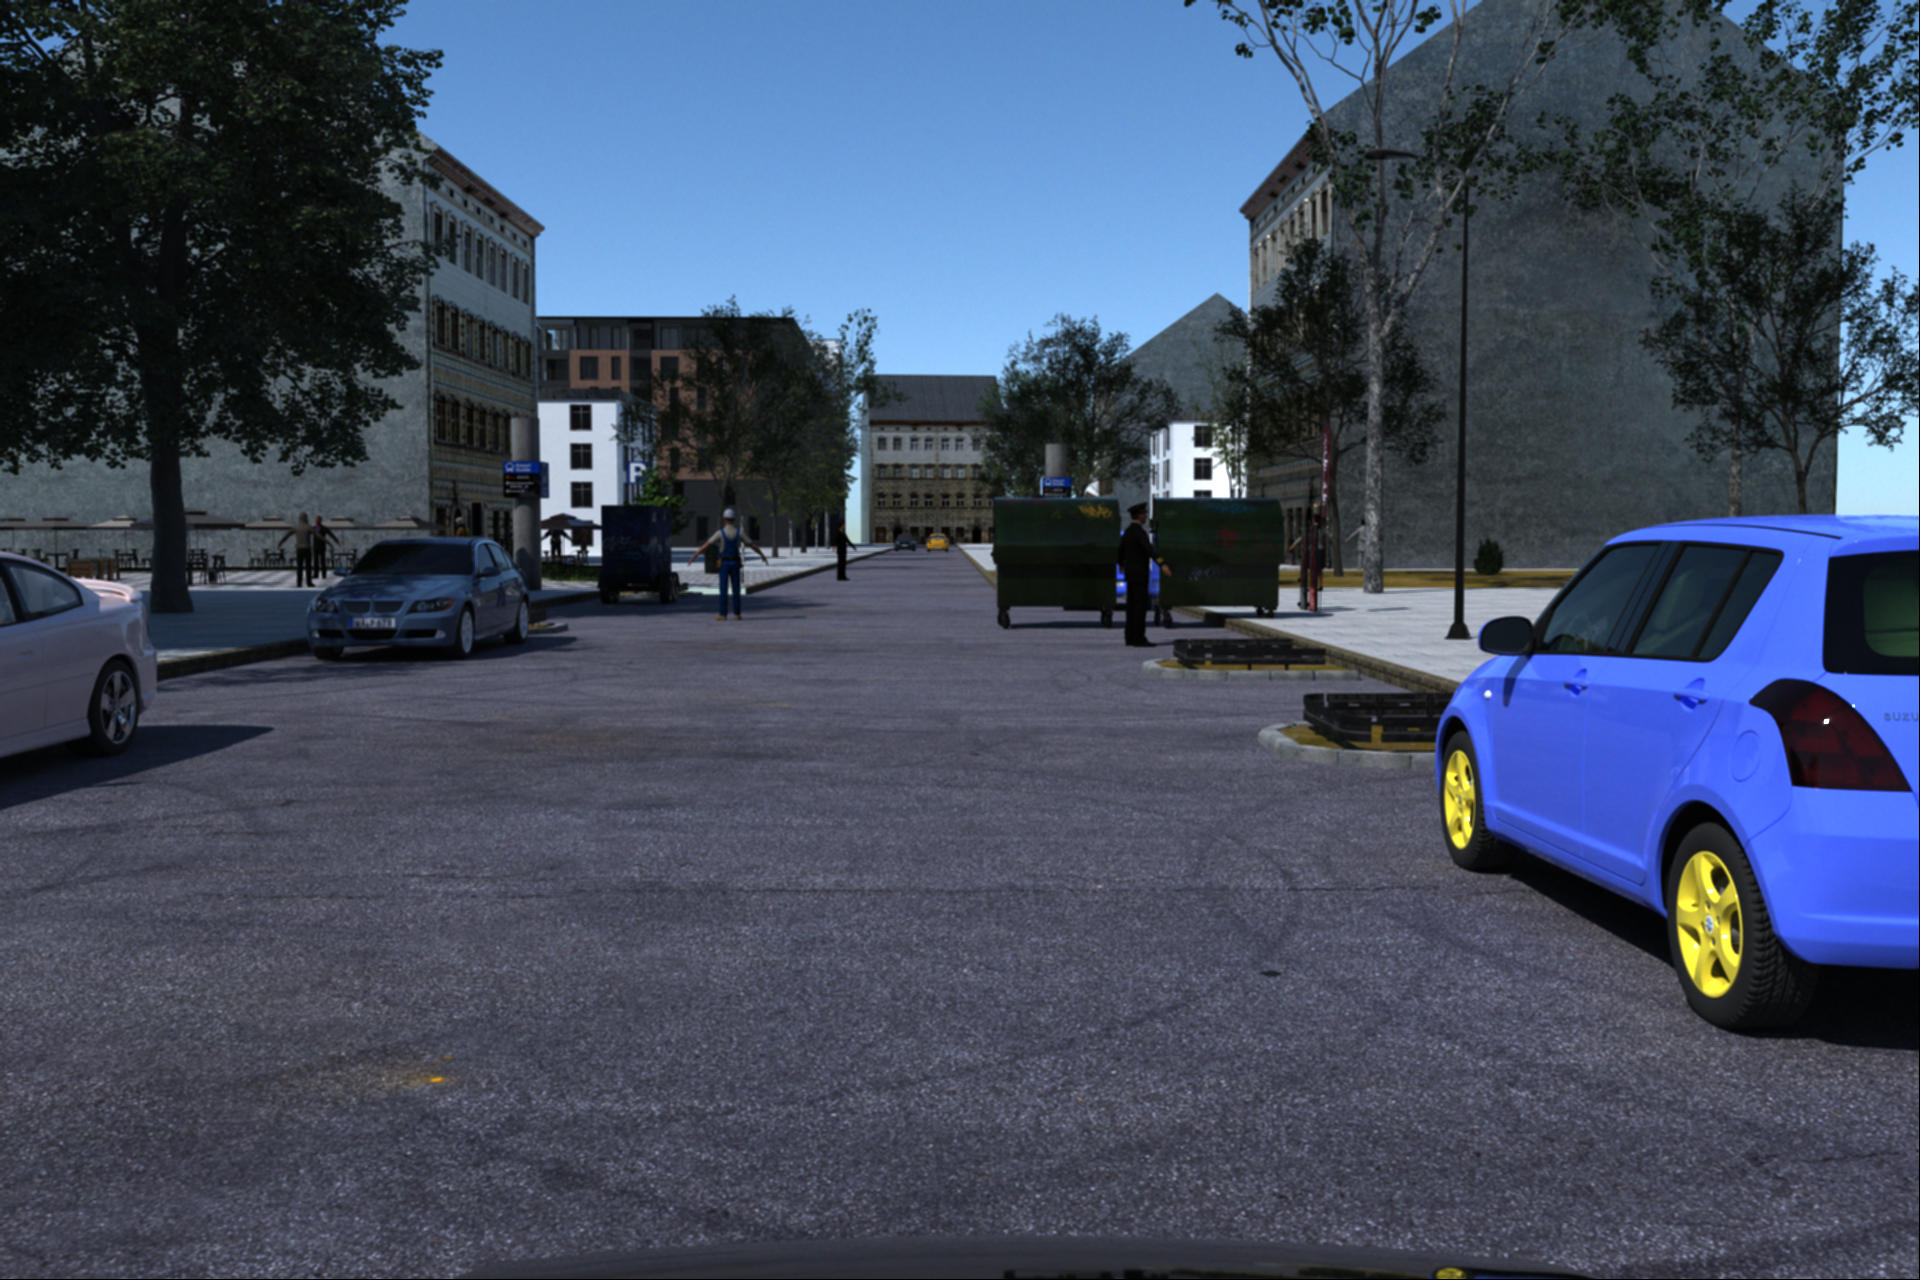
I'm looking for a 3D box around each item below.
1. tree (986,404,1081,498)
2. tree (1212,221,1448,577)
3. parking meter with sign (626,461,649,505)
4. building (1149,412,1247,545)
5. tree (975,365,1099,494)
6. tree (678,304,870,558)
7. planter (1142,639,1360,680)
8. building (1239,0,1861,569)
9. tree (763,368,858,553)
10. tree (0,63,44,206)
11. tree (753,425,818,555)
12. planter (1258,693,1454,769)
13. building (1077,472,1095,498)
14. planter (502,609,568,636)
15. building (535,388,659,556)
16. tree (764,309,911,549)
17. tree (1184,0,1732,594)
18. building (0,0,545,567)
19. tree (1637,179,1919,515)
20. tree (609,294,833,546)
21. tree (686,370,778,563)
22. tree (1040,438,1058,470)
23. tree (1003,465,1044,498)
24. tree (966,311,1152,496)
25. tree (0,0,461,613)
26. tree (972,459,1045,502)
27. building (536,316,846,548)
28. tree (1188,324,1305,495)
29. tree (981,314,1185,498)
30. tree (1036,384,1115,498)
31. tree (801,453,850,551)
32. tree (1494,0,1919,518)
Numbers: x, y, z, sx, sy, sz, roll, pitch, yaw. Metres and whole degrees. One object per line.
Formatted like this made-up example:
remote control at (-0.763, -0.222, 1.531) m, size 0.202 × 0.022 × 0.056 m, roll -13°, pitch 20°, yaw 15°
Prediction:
tree at (5.411, -11.242, 118.213) m, size 7.601 × 10.594 × 8.767 m, roll -2°, pitch 4°, yaw -23°
tree at (11.117, -7.199, 52.109) m, size 7.601 × 10.594 × 8.767 m, roll 1°, pitch 4°, yaw 20°
parking meter with sign at (-7.727, -2.821, 42.384) m, size 0.543 × 3.016 × 1.738 m, roll 0°, pitch 4°, yaw -1°
building at (19.078, -10.832, 119.257) m, size 9.099 × 9.664 × 28.070 m, roll 0°, pitch 4°, yaw 0°
tree at (4.918, -11.033, 106.151) m, size 9.928 × 11.665 × 9.643 m, roll 0°, pitch 3°, yaw 0°
tree at (-9.910, -11.158, 92.797) m, size 12.009 × 13.543 × 11.850 m, roll 0°, pitch 3°, yaw 0°
planter at (2.920, 0.196, 17.941) m, size 1.991 × 0.319 × 1.994 m, roll 0°, pitch 4°, yaw 0°
building at (22.746, -14.732, 71.792) m, size 19.493 × 23.208 × 18.063 m, roll 0°, pitch 3°, yaw 0°
tree at (-10.403, -12.233, 118.138) m, size 7.486 × 12.596 × 7.792 m, roll 0°, pitch 3°, yaw 0°
tree at (-12.191, -4.962, 15.534) m, size 7.601 × 10.594 × 8.767 m, roll -2°, pitch 4°, yaw -32°
tree at (-10.046, -9.444, 104.769) m, size 4.360 × 8.622 × 3.978 m, roll 0°, pitch 3°, yaw 0°
planter at (3.047, 0.586, 11.551) m, size 1.991 × 0.319 × 1.994 m, roll 0°, pitch 4°, yaw 0°
building at (19.919, -16.533, 212.456) m, size 9.099 × 9.664 × 28.070 m, roll 0°, pitch 4°, yaw -1°
planter at (-6.846, -0.259, 25.372) m, size 1.991 × 0.319 × 1.994 m, roll 0°, pitch 4°, yaw 0°
building at (-24.340, -10.506, 113.921) m, size 9.099 × 9.664 × 28.070 m, roll 0°, pitch 4°, yaw -1°
tree at (-9.617, -17.629, 144.118) m, size 12.611 × 20.169 × 13.585 m, roll 0°, pitch 3°, yaw 0°
tree at (10.141, -11.014, 35.974) m, size 12.611 × 20.169 × 13.585 m, roll 0°, pitch 3°, yaw 0°
building at (-30.092, -15.014, 76.402) m, size 19.493 × 23.208 × 18.063 m, roll 0°, pitch 4°, yaw -1°
tree at (22.006, -6.752, 44.812) m, size 8.767 × 10.594 × 7.601 m, roll 1°, pitch 4°, yaw 22°
tree at (-9.491, -8.172, 68.033) m, size 8.767 × 10.594 × 7.601 m, roll -1°, pitch 4°, yaw -20°
tree at (-9.532, -7.741, 76.925) m, size 4.360 × 8.622 × 3.978 m, roll 0°, pitch 3°, yaw 0°
tree at (13.906, -23.130, 234.063) m, size 12.611 × 20.169 × 13.585 m, roll 0°, pitch 3°, yaw 0°
tree at (5.122, -11.425, 137.162) m, size 4.737 × 8.622 × 4.395 m, roll 0°, pitch 3°, yaw 0°
tree at (5.463, -11.277, 94.750) m, size 12.009 × 13.543 × 11.850 m, roll 0°, pitch 3°, yaw 0°
tree at (-13.020, -7.416, 27.912) m, size 9.857 × 13.997 × 8.962 m, roll 0°, pitch 3°, yaw 0°
tree at (5.206, -12.843, 144.390) m, size 8.767 × 10.594 × 7.601 m, roll 0°, pitch 4°, yaw -2°
building at (-26.547, -20.507, 179.262) m, size 27.936 × 21.610 × 32.646 m, roll 0°, pitch 4°, yaw -1°
tree at (9.672, -6.757, 60.840) m, size 4.360 × 8.622 × 3.978 m, roll 0°, pitch 3°, yaw 0°
tree at (5.084, -8.559, 74.351) m, size 8.767 × 10.594 × 7.601 m, roll -1°, pitch 4°, yaw -15°
tree at (5.237, -8.049, 81.960) m, size 4.360 × 8.622 × 3.978 m, roll 0°, pitch 3°, yaw 0°
tree at (-10.415, -10.872, 128.115) m, size 4.737 × 8.622 × 4.395 m, roll 0°, pitch 3°, yaw 0°
tree at (23.567, -12.224, 55.746) m, size 12.611 × 20.169 × 13.585 m, roll 0°, pitch 3°, yaw 0°
